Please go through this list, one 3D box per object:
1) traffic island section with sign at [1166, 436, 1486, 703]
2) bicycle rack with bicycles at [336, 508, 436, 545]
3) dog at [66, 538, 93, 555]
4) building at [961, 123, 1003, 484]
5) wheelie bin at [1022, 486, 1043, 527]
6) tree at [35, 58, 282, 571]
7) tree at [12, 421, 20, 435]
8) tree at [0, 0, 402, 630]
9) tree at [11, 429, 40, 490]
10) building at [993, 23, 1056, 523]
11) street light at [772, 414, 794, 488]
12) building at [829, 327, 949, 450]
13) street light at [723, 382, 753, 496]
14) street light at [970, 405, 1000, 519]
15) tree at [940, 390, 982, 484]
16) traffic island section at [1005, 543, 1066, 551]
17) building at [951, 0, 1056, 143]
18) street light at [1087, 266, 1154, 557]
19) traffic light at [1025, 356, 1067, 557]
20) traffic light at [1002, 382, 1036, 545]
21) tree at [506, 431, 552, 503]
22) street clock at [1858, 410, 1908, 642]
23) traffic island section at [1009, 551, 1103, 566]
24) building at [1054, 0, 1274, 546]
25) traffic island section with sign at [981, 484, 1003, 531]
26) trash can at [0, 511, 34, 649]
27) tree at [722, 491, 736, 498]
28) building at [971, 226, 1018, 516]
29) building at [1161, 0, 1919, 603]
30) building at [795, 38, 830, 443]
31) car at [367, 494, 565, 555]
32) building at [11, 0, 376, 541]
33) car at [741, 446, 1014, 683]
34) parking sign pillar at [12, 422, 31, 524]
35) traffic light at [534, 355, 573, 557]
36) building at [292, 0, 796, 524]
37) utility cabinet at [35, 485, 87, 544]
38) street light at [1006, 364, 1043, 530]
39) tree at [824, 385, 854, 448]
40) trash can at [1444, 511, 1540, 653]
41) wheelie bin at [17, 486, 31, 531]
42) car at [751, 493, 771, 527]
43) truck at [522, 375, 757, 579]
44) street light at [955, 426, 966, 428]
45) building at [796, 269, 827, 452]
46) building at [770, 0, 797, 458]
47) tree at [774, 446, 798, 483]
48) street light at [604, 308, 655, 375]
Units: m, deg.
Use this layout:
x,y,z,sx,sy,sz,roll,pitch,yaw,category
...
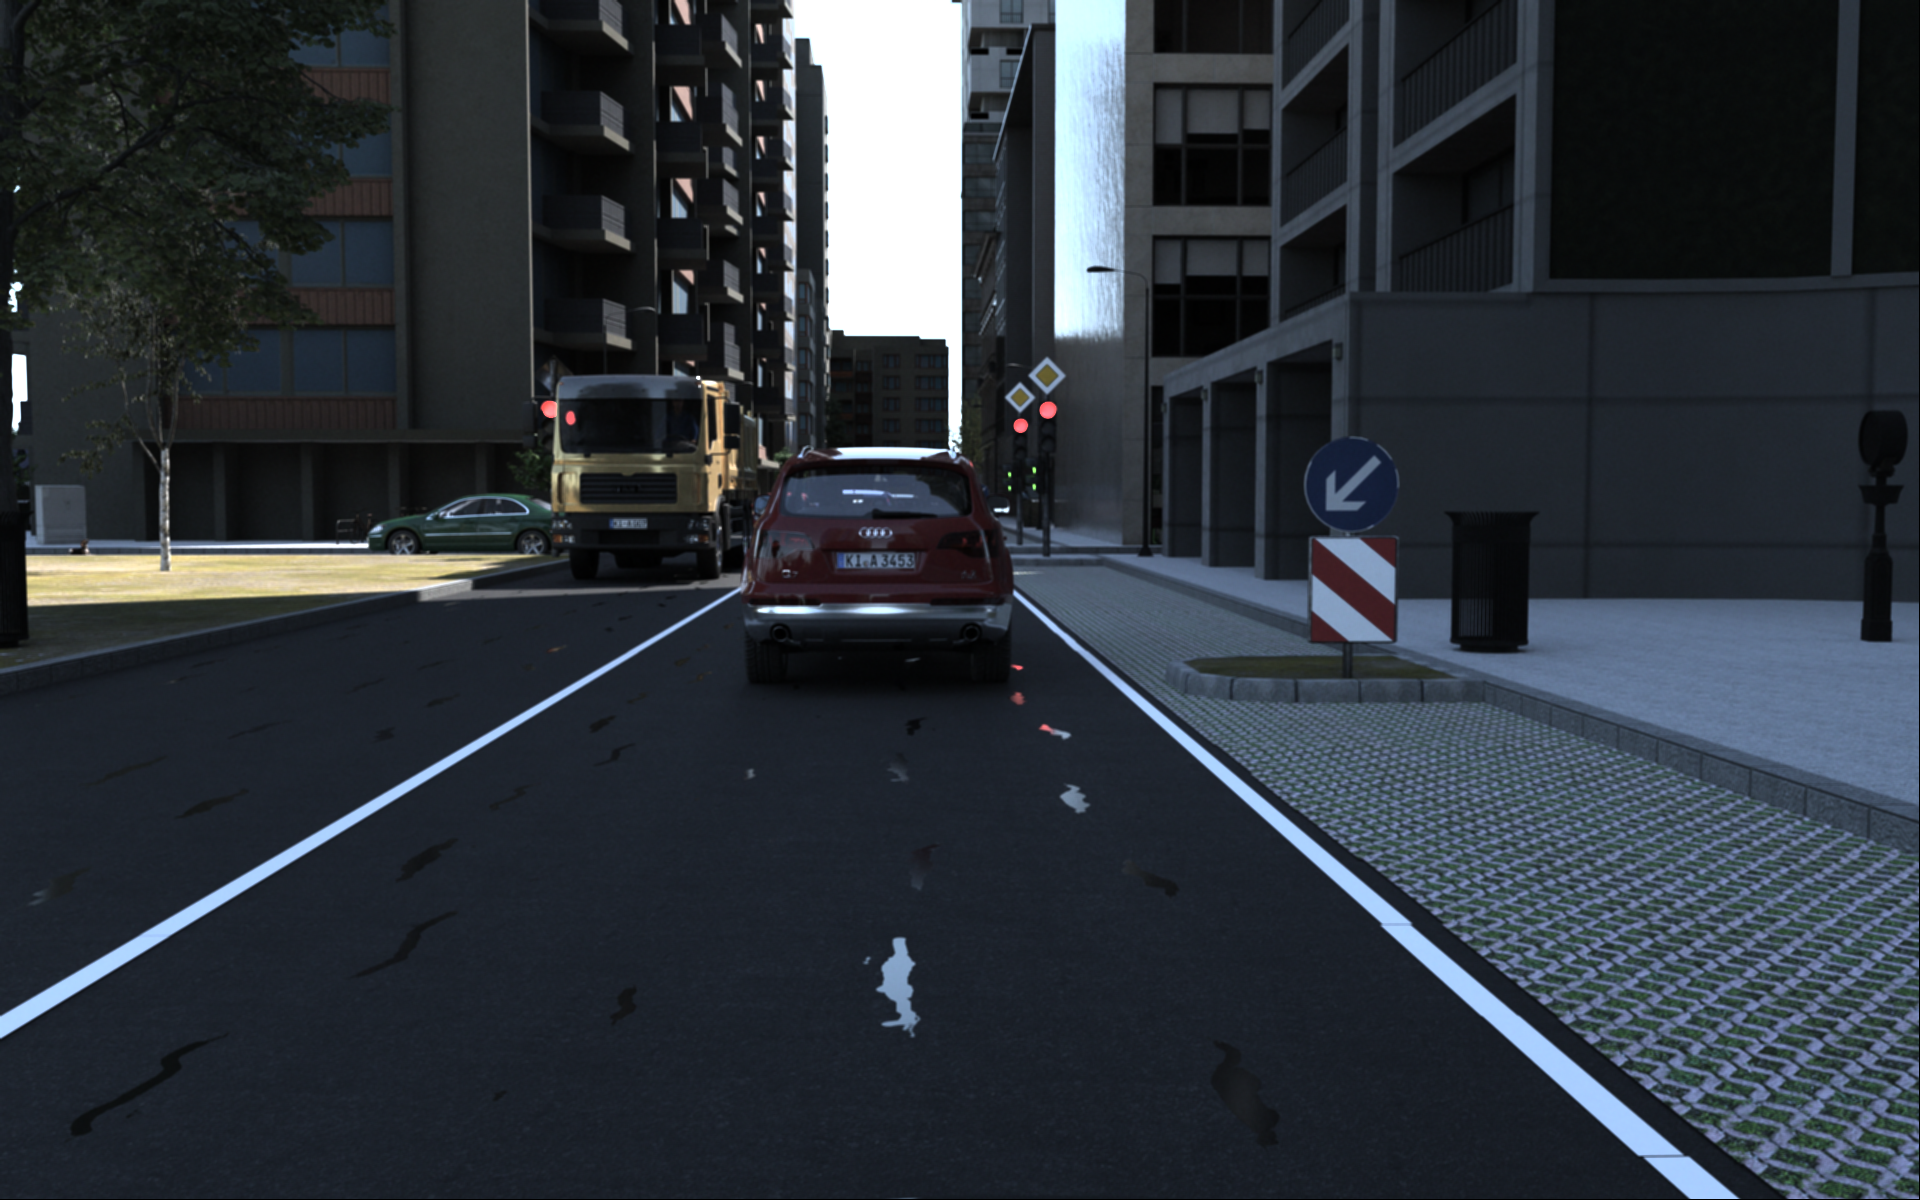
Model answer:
x,y,z,sx,sy,sz,roll,pitch,yaw,category
2.576,-0.252,12.746,1.989,1.847,2.006,0,4,-2,traffic island section with sign
-14.655,-1.911,44.632,2.852,0.926,2.925,0,4,2,bicycle rack with bicycles
-20.338,-1.214,40.045,0.550,0.427,0.748,-3,5,-43,dog
7.039,-22.410,138.111,14.160,30.474,14.107,0,4,-2,building
2.745,-3.593,66.657,0.980,1.594,0.693,-2,4,-32,wheelie bin
-13.391,-4.805,28.932,4.360,8.622,3.978,0,3,0,tree
-40.784,-5.608,75.410,4.285,4.588,4.351,0,3,0,tree
-8.930,-6.017,16.502,7.486,12.596,7.792,0,3,0,tree
-24.353,-2.991,43.508,1.663,3.219,1.824,0,3,0,tree
9.515,-16.234,84.488,14.314,24.678,30.058,0,4,-2,building
-10.315,-7.834,100.625,1.470,5.913,1.316,0,4,-2,street light
-16.151,-22.659,215.507,28.899,21.520,27.650,0,4,-2,building
-9.308,-6.092,72.151,1.470,5.913,1.316,0,4,-2,street light
1.344,-7.203,90.311,1.470,5.913,1.316,0,4,-2,street light
1.634,-10.792,126.808,4.737,8.622,4.395,0,3,0,tree
1.521,-1.299,43.526,2.009,0.180,2.903,0,4,-2,traffic island section
13.936,-34.857,159.151,28.713,52.752,27.495,0,4,-2,building
3.278,-3.849,35.469,1.470,5.913,1.316,0,4,-2,street light
1.754,-2.845,35.430,0.839,4.253,0.868,0,4,-2,traffic light
1.480,-3.333,43.410,0.839,4.253,0.868,0,4,-2,traffic light
-9.948,-2.895,41.935,1.663,3.219,1.824,0,3,0,tree
7.999,-0.642,15.061,0.358,2.002,0.471,0,4,6,street clock
1.795,-0.811,35.545,2.009,0.180,2.903,0,4,-2,traffic island section
20.706,-15.167,52.494,34.151,26.468,19.350,0,4,-2,building
0.673,-3.655,68.395,1.989,1.847,2.006,0,4,-2,traffic island section with sign
-8.145,-0.173,14.479,0.748,1.137,0.748,0,3,0,trash can
-10.646,-5.230,80.109,1.663,3.219,1.824,0,3,0,tree
6.380,-14.958,109.191,10.561,19.102,19.286,0,4,-2,building
14.740,-35.815,23.821,20.563,71.187,20.611,0,4,-2,building
-24.709,-34.139,181.874,21.600,48.544,21.300,0,4,-2,building
-10.673,-1.634,38.518,4.920,1.459,2.131,0,4,-1,car
-19.261,-24.735,59.043,22.147,44.769,28.867,0,4,-2,building
-0.669,-0.369,14.704,2.281,1.827,5.304,0,4,-2,car
-34.477,-4.630,64.165,1.447,3.967,1.447,2,4,27,parking sign pillar
-8.201,-2.823,35.074,0.839,4.253,0.868,0,4,-2,traffic light
-20.789,-27.028,96.526,22.147,44.769,28.867,0,4,-2,building
-22.848,-2.162,44.034,0.318,1.500,1.173,2,4,28,utility cabinet
2.346,-5.481,62.151,1.470,5.913,1.316,0,4,-2,street light
-13.959,-15.267,167.740,7.486,12.596,7.792,0,3,0,tree
4.335,-0.153,14.163,0.748,1.137,0.748,0,3,0,trash can
-32.958,-3.222,60.587,0.980,1.594,0.693,-3,5,-43,wheelie bin
-5.542,-2.802,54.846,2.155,1.783,4.494,0,4,0,car
-5.352,-2.164,31.304,3.469,3.379,9.791,0,4,-2,truck
0.365,-8.926,118.480,1.470,5.913,1.316,0,4,-2,street light
-25.830,-18.479,147.178,27.650,21.520,28.899,0,4,-2,building
-19.173,-29.042,124.954,14.600,45.320,14.200,0,4,-2,building
-11.777,-8.146,116.902,4.285,4.588,4.351,0,3,0,tree
-8.298,-4.326,43.275,1.470,5.913,1.316,0,4,-2,street light
